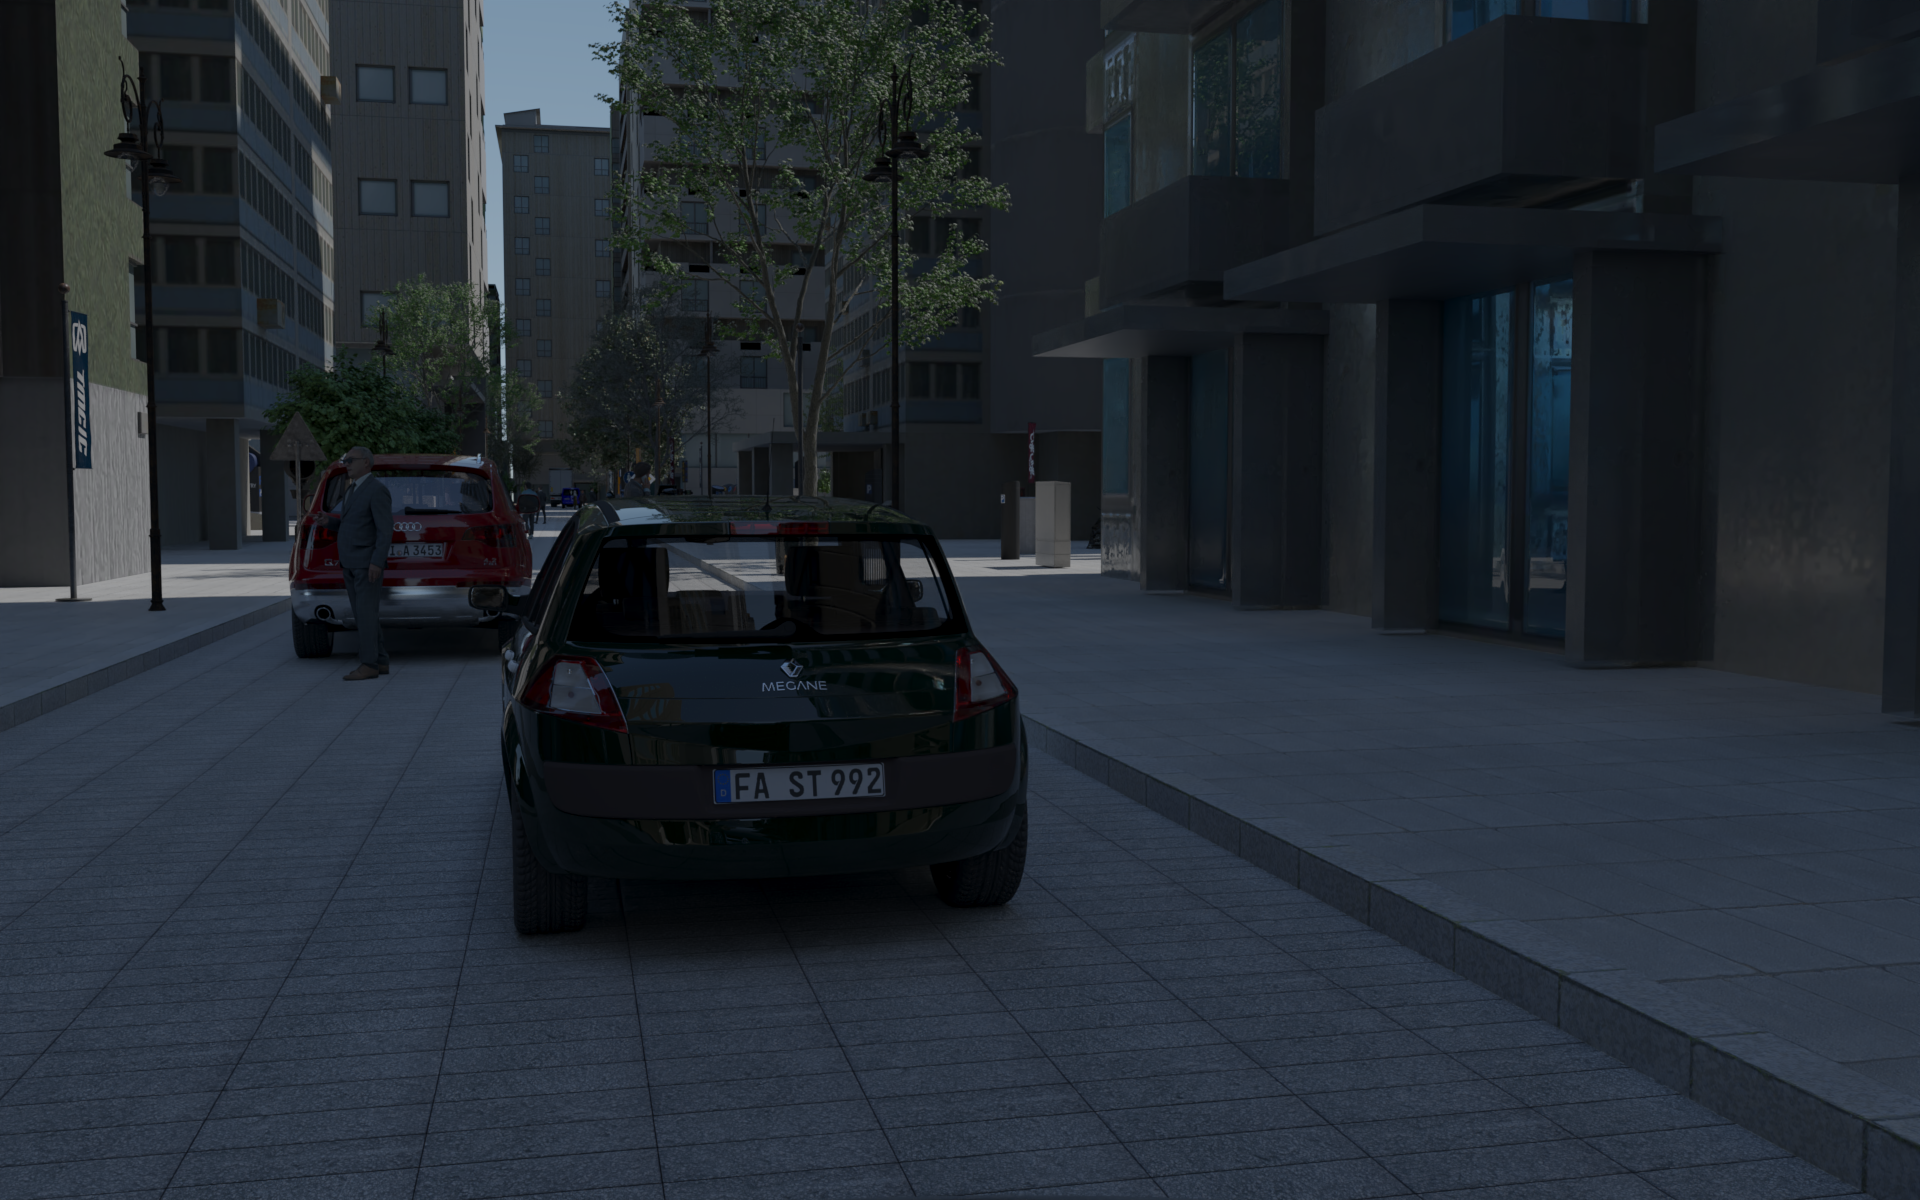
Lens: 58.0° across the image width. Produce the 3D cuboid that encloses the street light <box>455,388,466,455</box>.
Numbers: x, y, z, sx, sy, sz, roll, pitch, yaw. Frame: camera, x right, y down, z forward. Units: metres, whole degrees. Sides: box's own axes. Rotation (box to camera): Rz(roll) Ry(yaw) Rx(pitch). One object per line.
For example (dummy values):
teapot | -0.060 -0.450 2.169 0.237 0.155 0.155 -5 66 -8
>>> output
street light | -21.798 -6.294 75.692 0.468 5.910 1.993 -1 4 -13

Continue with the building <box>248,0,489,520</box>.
building | -40.057 -30.853 93.688 28.713 52.752 27.495 -1 4 -13

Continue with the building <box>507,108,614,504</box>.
building | -51.053 -40.202 246.541 27.495 52.752 28.713 -1 4 -13

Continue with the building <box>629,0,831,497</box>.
building | -11.500 -33.373 134.880 28.713 52.752 27.495 -1 4 -13

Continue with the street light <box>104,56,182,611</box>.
street light | -8.833 -2.819 18.878 0.468 5.910 1.993 -1 4 -13

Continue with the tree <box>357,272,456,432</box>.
tree | -24.095 -9.456 80.353 9.928 11.665 9.643 0 3 0

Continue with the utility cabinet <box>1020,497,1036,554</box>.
utility cabinet | 1.438 -1.586 37.100 1.020 1.237 0.306 -1 4 -13

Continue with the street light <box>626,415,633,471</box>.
street light | -18.941 -7.721 99.022 0.468 5.910 1.993 -1 4 -13

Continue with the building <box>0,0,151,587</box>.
building | -18.649 -15.153 19.448 14.160 30.474 14.107 -1 4 -13

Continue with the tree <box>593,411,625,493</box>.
tree | -30.778 -12.381 152.790 4.360 8.622 3.978 0 3 0

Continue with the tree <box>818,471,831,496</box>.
tree | -9.236 -7.654 119.751 1.663 3.219 1.824 0 3 0

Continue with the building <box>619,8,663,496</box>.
building | -22.072 -33.405 169.876 21.300 48.544 21.600 -1 4 -13

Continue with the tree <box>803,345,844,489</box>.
tree | -5.548 -8.083 82.527 4.737 8.622 4.395 0 3 0

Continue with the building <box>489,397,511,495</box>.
building | -69.825 -54.508 203.884 31.000 86.520 22.319 -1 4 -13

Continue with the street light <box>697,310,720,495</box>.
street light | -6.306 -4.326 43.520 0.468 5.910 1.993 -1 4 -13

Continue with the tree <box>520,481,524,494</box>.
tree | -47.947 -11.669 185.393 1.663 3.219 1.824 0 3 0

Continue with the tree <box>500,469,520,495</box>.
tree | -35.448 -8.574 134.781 1.663 3.219 1.824 0 3 0

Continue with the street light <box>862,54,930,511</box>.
street light | -0.705 -2.814 18.803 0.468 5.910 1.993 -1 4 -13

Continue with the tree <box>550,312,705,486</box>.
tree | -20.718 -11.670 107.817 9.611 12.733 9.660 0 3 0

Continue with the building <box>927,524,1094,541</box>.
building | 9.276 -22.236 55.436 32.217 40.220 23.993 -1 4 -13

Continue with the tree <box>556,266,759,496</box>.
tree | -15.712 -10.990 90.054 12.009 13.543 11.850 0 3 0

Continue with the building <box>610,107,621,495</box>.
building | -30.415 -30.779 186.834 14.154 41.232 14.086 -1 4 -13

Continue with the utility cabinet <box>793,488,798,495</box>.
utility cabinet | -6.710 -3.625 67.949 1.173 1.500 0.318 -1 4 -17

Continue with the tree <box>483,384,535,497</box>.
tree | -31.324 -10.184 116.873 4.360 8.622 3.978 0 3 0

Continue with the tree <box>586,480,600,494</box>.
tree | -44.549 -13.276 211.666 1.663 3.219 1.824 0 3 0

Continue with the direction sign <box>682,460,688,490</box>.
direction sign | -18.560 -7.640 116.916 0.379 3.537 0.876 -2 4 -31

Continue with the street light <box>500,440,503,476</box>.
street light | -33.054 -9.306 124.944 0.468 5.910 1.993 -1 4 -13

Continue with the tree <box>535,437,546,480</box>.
tree | -44.304 -13.677 173.974 4.360 8.622 3.978 0 3 0

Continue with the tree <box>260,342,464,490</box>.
tree | -13.384 -3.303 37.713 4.285 4.588 4.351 0 3 0

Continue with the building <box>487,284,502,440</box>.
building | -69.928 -28.426 236.464 14.107 30.474 14.160 -1 4 -13

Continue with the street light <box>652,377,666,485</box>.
street light | -11.883 -5.849 68.411 0.468 5.910 1.993 -1 4 -13

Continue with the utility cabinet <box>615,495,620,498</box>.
utility cabinet | -27.735 -7.854 139.568 1.020 1.237 0.306 -3 4 -39

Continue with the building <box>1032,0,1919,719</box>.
building | 14.336 -24.200 15.273 23.786 49.044 30.456 -1 4 -13

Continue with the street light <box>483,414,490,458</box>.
street light | -27.302 -7.780 99.993 0.468 5.910 1.993 -1 4 -13

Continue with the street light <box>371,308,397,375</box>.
street light | -14.321 -4.305 43.182 0.468 5.910 1.993 -1 4 -13

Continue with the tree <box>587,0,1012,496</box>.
tree | -2.895 -6.505 32.120 9.928 11.665 9.643 0 3 0

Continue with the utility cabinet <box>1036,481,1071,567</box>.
utility cabinet | 1.638 -1.327 30.372 0.318 1.500 1.173 -1 4 -13

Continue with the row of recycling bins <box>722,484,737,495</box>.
row of recycling bins | -8.654 -3.737 68.216 1.069 1.692 3.534 -2 4 -24

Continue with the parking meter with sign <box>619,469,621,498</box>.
parking meter with sign | -23.332 -7.549 119.691 0.543 3.016 1.738 -1 4 -8

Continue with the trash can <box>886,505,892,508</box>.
trash can | -1.194 -0.661 22.469 0.748 1.137 0.748 0 3 0

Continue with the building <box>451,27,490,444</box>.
building | -41.268 -26.890 123.240 14.154 41.232 14.086 -1 4 -13
